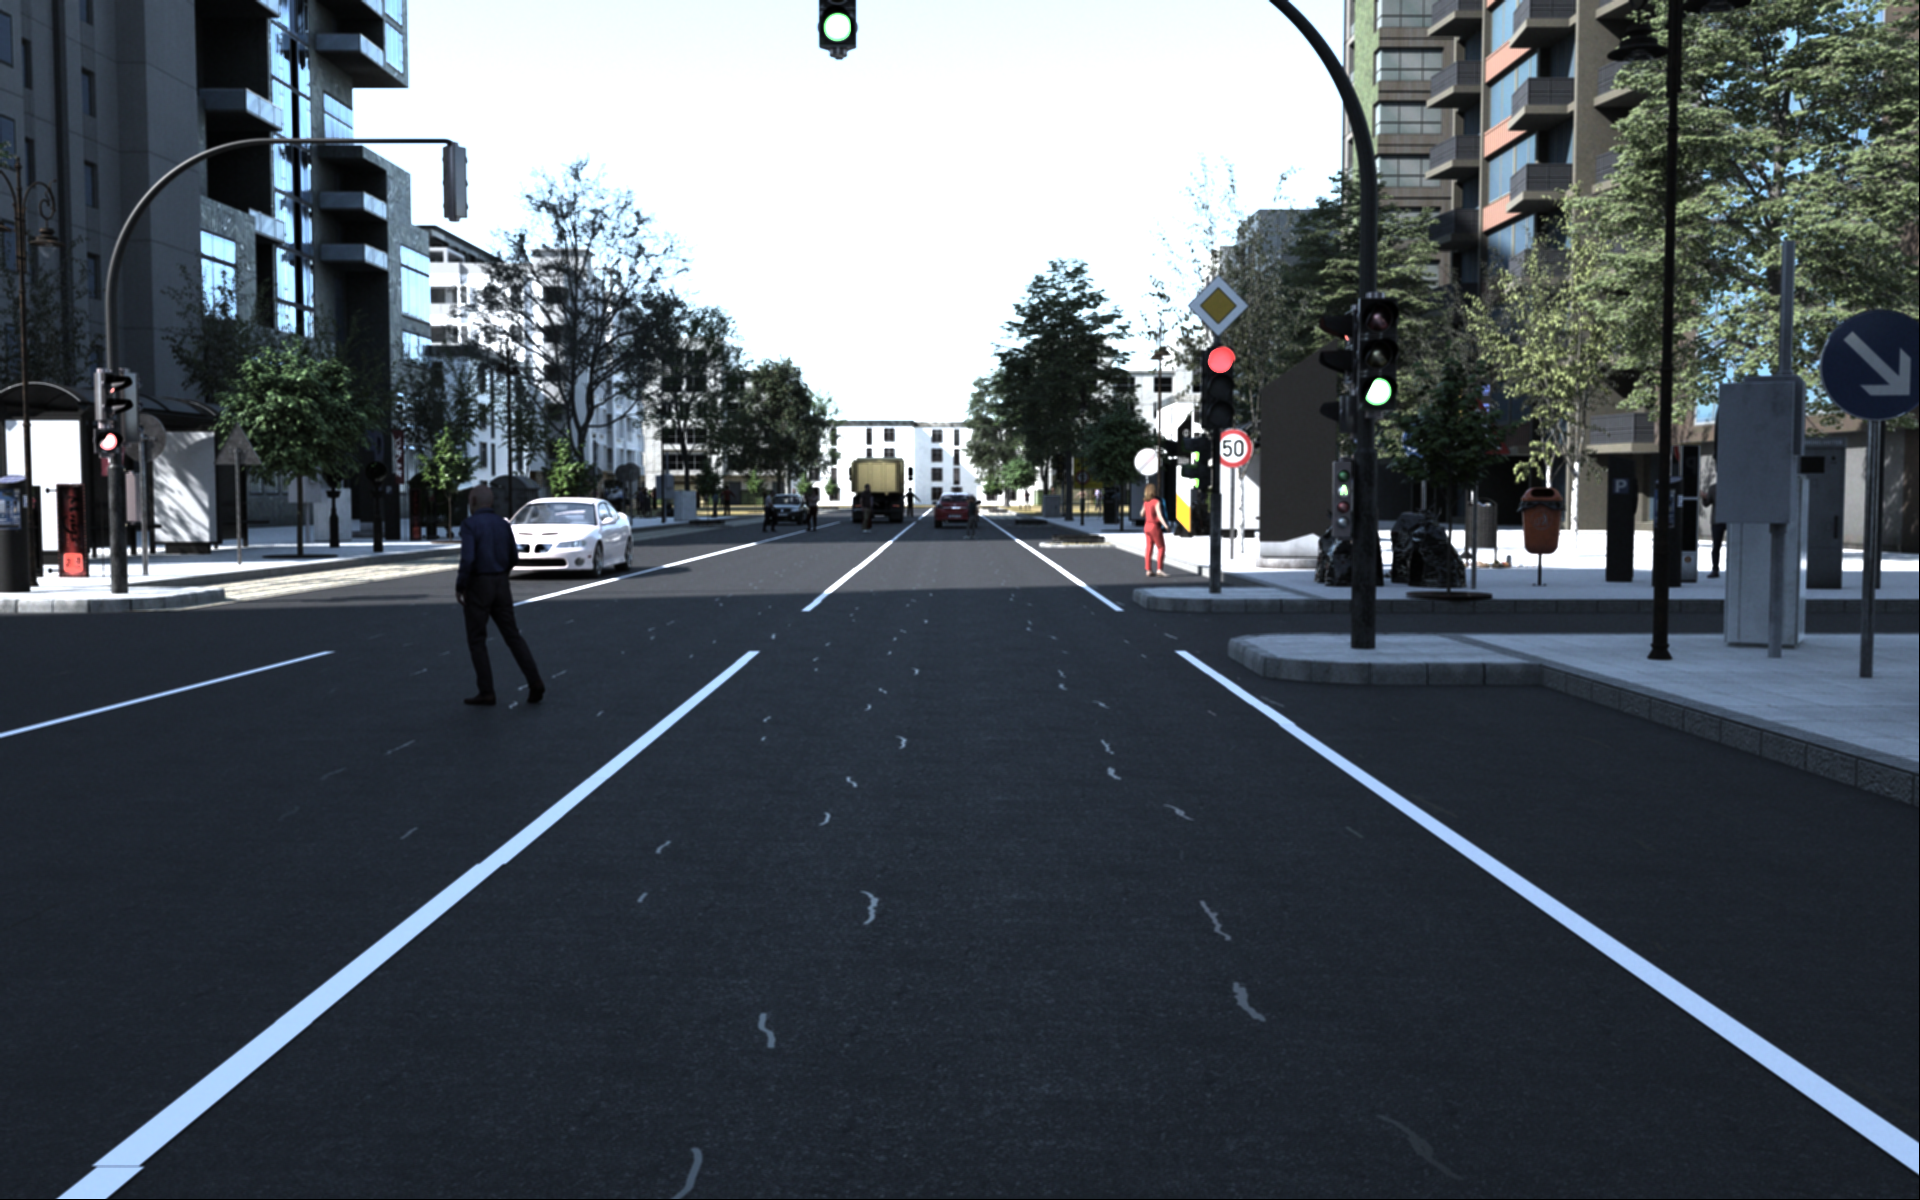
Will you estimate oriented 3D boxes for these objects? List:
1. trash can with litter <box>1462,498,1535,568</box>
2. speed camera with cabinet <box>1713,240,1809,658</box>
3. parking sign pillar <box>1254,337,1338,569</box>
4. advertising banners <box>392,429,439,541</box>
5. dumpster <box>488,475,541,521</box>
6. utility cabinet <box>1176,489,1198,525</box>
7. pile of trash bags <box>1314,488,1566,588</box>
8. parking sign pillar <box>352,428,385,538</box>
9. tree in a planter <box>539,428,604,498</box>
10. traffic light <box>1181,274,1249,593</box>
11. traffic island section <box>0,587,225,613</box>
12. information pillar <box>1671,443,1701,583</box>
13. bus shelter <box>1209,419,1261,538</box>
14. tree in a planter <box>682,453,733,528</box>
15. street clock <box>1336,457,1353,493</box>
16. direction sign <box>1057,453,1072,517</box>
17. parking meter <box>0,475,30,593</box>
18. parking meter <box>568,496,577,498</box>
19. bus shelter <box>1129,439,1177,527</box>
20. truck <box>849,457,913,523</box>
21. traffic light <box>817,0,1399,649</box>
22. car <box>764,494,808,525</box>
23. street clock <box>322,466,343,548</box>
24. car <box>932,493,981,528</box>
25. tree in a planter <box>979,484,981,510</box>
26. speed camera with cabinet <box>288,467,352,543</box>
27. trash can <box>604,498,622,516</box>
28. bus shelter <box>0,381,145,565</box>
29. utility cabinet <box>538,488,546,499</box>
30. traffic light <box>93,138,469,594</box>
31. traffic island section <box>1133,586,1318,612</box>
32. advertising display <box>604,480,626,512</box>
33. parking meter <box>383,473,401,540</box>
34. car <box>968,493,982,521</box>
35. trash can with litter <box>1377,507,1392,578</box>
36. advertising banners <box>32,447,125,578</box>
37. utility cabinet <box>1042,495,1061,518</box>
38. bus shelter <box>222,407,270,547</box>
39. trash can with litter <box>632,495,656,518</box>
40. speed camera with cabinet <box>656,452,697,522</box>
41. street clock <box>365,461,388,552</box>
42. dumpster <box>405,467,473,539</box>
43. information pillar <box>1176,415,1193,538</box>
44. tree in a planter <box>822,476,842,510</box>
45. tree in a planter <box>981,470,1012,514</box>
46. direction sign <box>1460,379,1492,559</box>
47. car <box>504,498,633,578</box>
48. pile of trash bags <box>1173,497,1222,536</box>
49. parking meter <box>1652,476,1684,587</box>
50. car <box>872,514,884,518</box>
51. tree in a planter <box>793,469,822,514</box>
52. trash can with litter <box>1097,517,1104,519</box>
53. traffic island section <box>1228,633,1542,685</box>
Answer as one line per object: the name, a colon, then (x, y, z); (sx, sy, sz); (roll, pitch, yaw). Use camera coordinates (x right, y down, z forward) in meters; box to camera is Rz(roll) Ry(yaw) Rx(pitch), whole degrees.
trash can with litter: (8.867, -1.195, 30.602); (2.233, 1.210, 1.678); (2, 4, 35)
speed camera with cabinet: (6.646, -1.222, 14.314); (0.660, 3.252, 2.038); (2, 4, 29)
parking sign pillar: (5.873, -2.546, 30.106); (1.447, 3.967, 1.447); (1, 4, 10)
advertising banners: (-15.002, -3.151, 47.712); (0.090, 3.025, 2.074); (1, 4, 17)
dumpster: (-13.949, -2.962, 54.191); (1.264, 1.857, 1.865); (0, 4, 0)
utility cabinet: (9.270, -3.802, 70.836); (0.318, 1.500, 1.173); (3, 5, 39)
pile of trash bags: (6.723, -0.899, 24.444); (3.447, 1.369, 1.912); (1, 4, 16)
parking sign pillar: (-17.407, -3.839, 51.247); (1.447, 3.967, 1.447); (0, 4, -5)
tree in a planter: (-10.692, -3.052, 47.118); (1.991, 3.239, 1.994); (0, 4, 0)
traffic light: (3.288, -2.044, 22.335); (0.839, 4.253, 0.868); (0, 4, 0)
traffic island section: (-10.873, -0.006, 22.372); (2.009, 0.180, 2.903); (0, 4, 0)
information pillar: (10.521, -1.264, 25.157); (0.304, 2.012, 0.304); (0, 4, -4)
bus shelter: (8.211, -3.300, 47.877); (2.014, 3.302, 5.546); (0, 4, 0)
tree in a planter: (-10.849, -4.724, 74.461); (1.991, 3.239, 1.994); (0, 4, 0)
street clock: (7.433, -1.775, 33.589); (0.471, 2.002, 0.358); (0, 4, 5)
direction sign: (5.800, -6.389, 96.463); (0.876, 3.537, 0.379); (2, 4, 27)
parking meter: (-12.368, -0.868, 22.604); (0.372, 1.533, 0.369); (0, 3, 0)
parking meter: (-17.198, -4.345, 76.758); (0.399, 1.863, 0.255); (-3, 4, -37)
bus shelter: (7.578, -4.464, 66.909); (2.014, 3.302, 5.546); (0, 4, 0)
truck: (-4.192, -5.749, 89.916); (3.469, 3.379, 9.791); (0, 4, -1)
traffic light: (1.243, -2.418, 14.196); (4.771, 5.953, 1.251); (0, 4, 0)
car: (-8.166, -4.397, 81.684); (2.009, 1.686, 4.222); (0, 4, 1)
street clock: (-15.042, -2.265, 41.597); (0.471, 2.002, 0.358); (-2, 4, -31)
car: (-0.161, -4.026, 74.863); (2.155, 1.783, 4.494); (0, 4, 1)
tree in a planter: (2.583, -9.473, 152.111); (1.991, 3.239, 1.994); (0, 4, 0)
speed camera with cabinet: (-17.106, -3.177, 46.278); (0.660, 3.252, 2.038); (1, 4, 14)
trash can: (-13.701, -3.472, 68.414); (0.748, 1.137, 0.748); (0, 3, 0)
bus shelter: (-16.621, -2.442, 33.843); (2.014, 3.302, 5.546); (0, 4, 0)
utility cabinet: (-15.247, -3.219, 61.313); (1.173, 1.500, 0.318); (1, 4, 11)
traffic light: (-8.741, -2.912, 22.285); (4.771, 5.953, 1.251); (0, 4, 0)
traffic island section: (3.328, -0.010, 22.449); (2.009, 0.180, 2.903); (0, 4, 0)
advertising display: (-15.705, -4.505, 78.863); (0.974, 1.923, 0.123); (-1, 4, -18)
parking meter: (-15.863, -2.608, 48.350); (0.399, 1.863, 0.255); (1, 4, 21)
car: (0.106, -5.131, 92.937); (2.155, 1.783, 4.494); (0, 4, 0)
trash can with litter: (6.434, -0.986, 27.179); (1.678, 1.210, 2.233); (0, 4, -1)
advertising banners: (-13.659, -1.858, 26.562); (2.074, 3.025, 0.090); (0, 4, 8)
utility cabinet: (4.988, -5.073, 94.107); (1.020, 1.237, 0.306); (-2, 4, -31)
bus shelter: (-16.639, -2.791, 39.555); (2.014, 3.302, 5.546); (0, 4, 0)
trash can with litter: (-17.046, -4.983, 92.521); (1.678, 1.210, 2.233); (2, 4, 32)
speed camera with cabinet: (-13.383, -5.341, 81.668); (0.660, 3.252, 2.038); (3, 5, 40)
street clock: (-12.889, -2.064, 38.312); (0.471, 2.002, 0.358); (-1, 4, -13)
dumpster: (-15.126, -2.929, 50.380); (1.502, 2.255, 1.985); (0, 4, 0)
information pillar: (6.589, -3.637, 50.822); (0.504, 3.616, 0.183); (3, 5, 42)
tree in a planter: (-11.282, -9.409, 151.066); (1.991, 3.239, 1.994); (0, 4, 0)
tree in a planter: (2.728, -7.825, 125.168); (1.991, 3.239, 1.994); (0, 4, 0)
direction sign: (10.054, -2.587, 34.288); (0.876, 3.537, 0.379); (3, 4, 36)
car: (-7.086, -1.142, 31.032); (2.083, 1.381, 4.827); (0, 4, 0)
pile of trash bags: (8.116, -2.704, 53.966); (1.912, 1.369, 3.447); (2, 4, 34)
parking meter: (9.797, -0.952, 23.975); (0.372, 1.533, 0.369); (0, 3, 0)
car: (-4.474, -5.598, 103.319); (2.131, 1.459, 4.920); (0, 4, -1)
tree in a planter: (-11.138, -7.759, 124.083); (1.991, 3.239, 1.994); (0, 4, 0)
trash can with litter: (7.837, -4.719, 88.219); (1.678, 1.210, 2.233); (1, 4, 15)
traffic island section: (3.374, 0.478, 14.464); (2.009, 0.180, 2.903); (0, 4, 0)
